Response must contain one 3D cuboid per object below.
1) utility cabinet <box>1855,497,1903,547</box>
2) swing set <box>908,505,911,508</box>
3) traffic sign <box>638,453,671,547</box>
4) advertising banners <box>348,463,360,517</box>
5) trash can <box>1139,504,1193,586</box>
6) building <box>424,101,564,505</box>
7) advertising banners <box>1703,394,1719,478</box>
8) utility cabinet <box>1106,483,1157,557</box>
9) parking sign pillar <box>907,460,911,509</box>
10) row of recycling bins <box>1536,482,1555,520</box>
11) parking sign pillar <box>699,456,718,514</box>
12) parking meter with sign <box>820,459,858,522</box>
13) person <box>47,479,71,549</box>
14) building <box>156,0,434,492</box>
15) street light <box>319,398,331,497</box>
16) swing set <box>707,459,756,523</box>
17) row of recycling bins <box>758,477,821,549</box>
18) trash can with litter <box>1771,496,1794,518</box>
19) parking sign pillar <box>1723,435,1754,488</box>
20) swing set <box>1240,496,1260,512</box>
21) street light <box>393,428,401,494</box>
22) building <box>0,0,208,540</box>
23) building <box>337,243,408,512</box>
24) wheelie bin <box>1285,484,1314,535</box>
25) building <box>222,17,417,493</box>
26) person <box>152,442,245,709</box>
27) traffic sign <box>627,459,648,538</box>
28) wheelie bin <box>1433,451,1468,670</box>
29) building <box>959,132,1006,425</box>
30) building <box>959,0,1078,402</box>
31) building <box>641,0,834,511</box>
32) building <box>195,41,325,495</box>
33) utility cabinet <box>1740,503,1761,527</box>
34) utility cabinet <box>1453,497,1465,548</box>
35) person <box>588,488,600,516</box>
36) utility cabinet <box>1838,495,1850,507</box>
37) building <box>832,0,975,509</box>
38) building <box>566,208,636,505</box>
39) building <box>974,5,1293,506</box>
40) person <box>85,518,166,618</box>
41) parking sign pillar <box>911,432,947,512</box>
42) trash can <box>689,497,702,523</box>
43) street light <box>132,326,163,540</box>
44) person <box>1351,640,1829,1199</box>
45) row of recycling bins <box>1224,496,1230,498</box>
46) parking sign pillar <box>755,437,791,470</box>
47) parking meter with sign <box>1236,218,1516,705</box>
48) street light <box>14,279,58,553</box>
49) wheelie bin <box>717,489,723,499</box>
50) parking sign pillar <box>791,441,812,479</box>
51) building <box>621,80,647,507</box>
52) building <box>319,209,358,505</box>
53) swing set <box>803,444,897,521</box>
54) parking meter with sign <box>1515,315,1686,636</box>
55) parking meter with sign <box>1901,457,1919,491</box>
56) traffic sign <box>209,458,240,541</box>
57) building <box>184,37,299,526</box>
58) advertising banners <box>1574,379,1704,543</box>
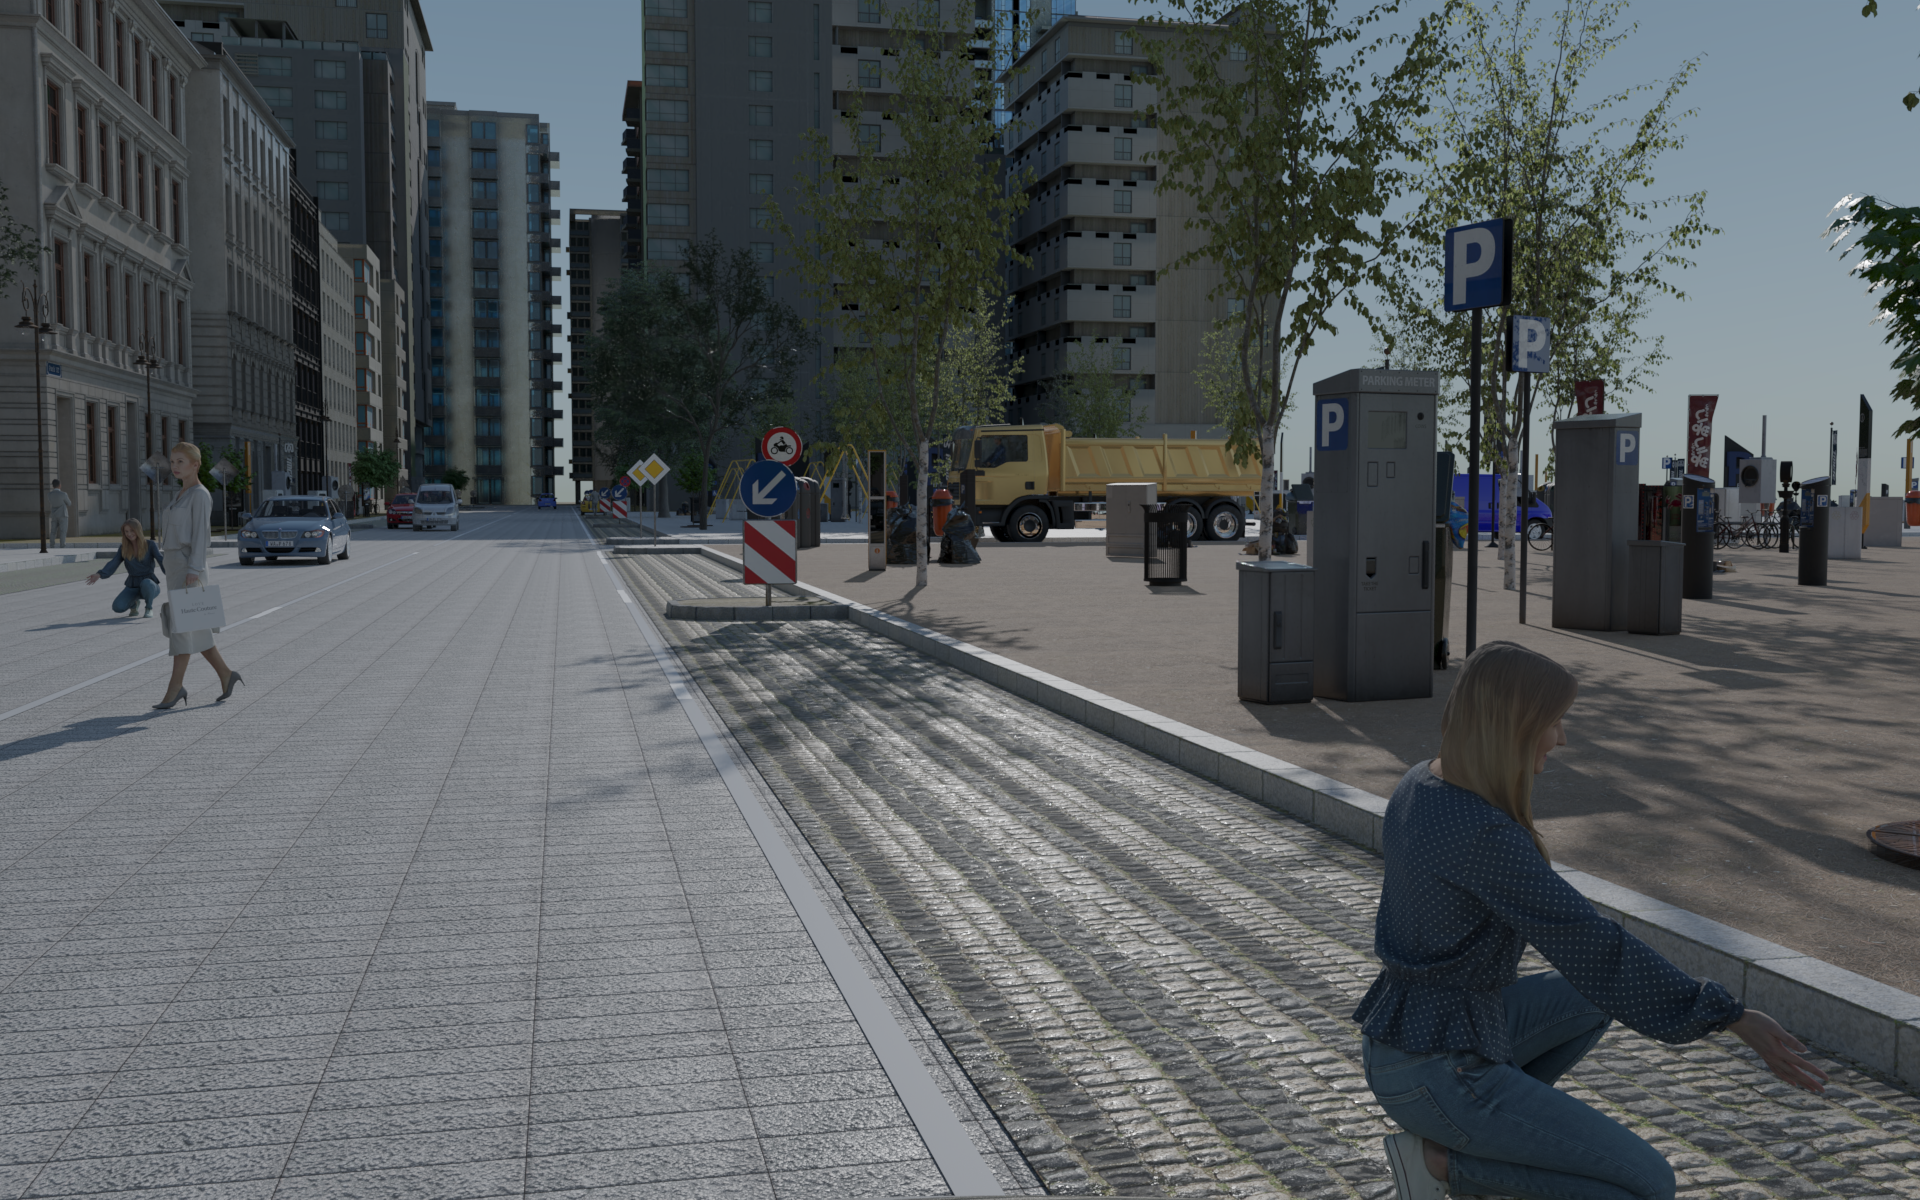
[{"bbox_3d":[22.543,-1.918,42.529,1.020,1.237,0.306,1,4,17],"label":"utility cabinet"},{"bbox_3d":[-3.980,-5.795,92.362,2.862,2.851,3.119,-1,4,-10],"label":"swing set"},{"bbox_3d":[-7.460,-2.364,42.302,0.795,2.450,0.064,-1,4,-13],"label":"traffic sign"},{"bbox_3d":[-34.360,-6.236,98.151,0.090,3.025,2.074,0,4,-5],"label":"advertising banners"},{"bbox_3d":[2.885,-0.773,24.299,0.748,1.137,0.748,0,3,0],"label":"trash can"},{"bbox_3d":[-64.769,-36.337,213.723,30.456,49.044,23.786,-1,4,-13],"label":"building"},{"bbox_3d":[12.262,-2.099,30.500,2.074,3.025,0.090,0,4,4],"label":"advertising banners"},{"bbox_3d":[3.449,-1.610,35.007,0.318,1.500,1.173,-3,4,-38],"label":"utility cabinet"},{"bbox_3d":[-3.440,-7.989,119.087,1.447,3.967,1.447,2,4,32],"label":"parking sign pillar"},{"bbox_3d":[19.909,-3.095,57.711,1.069,1.692,3.534,1,4,10],"label":"row of recycling bins"},{"bbox_3d":[-15.935,-7.432,109.983,1.447,3.967,1.447,-3,5,-41],"label":"parking sign pillar"},{"bbox_3d":[-5.558,-5.069,79.145,1.738,3.016,0.543,0,4,8],"label":"parking meter with sign"},{"bbox_3d":[-21.903,-2.047,42.157,0.511,1.800,0.466,-1,4,-8],"label":"person"},{"bbox_3d":[-67.870,-35.771,174.088,27.495,52.752,28.713,-1,4,-13],"label":"building"},{"bbox_3d":[-30.507,-6.766,83.413,0.468,5.910,1.993,-1,4,-13],"label":"street light"},{"bbox_3d":[-9.944,-4.989,79.194,2.862,2.851,3.119,-2,4,-24],"label":"swing set"},{"bbox_3d":[-4.052,-2.070,40.955,1.069,1.692,3.534,0,4,7],"label":"row of recycling bins"},{"bbox_3d":[45.015,-5.126,94.864,1.678,1.210,2.233,-3,5,-43],"label":"trash can with litter"},{"bbox_3d":[35.629,-5.547,79.162,1.447,3.967,1.447,0,4,2],"label":"parking sign pillar"},{"bbox_3d":[13.646,-5.257,83.568,2.862,2.851,3.119,0,4,-3],"label":"swing set"},{"bbox_3d":[-38.455,-8.907,118.423,0.468,5.910,1.993,-1,4,-13],"label":"street light"},{"bbox_3d":[-32.748,-13.488,56.689,11.583,22.565,21.152,-1,4,-13],"label":"building"},{"bbox_3d":[-57.669,-17.495,131.080,27.650,21.520,28.899,-1,4,-13],"label":"building"},{"bbox_3d":[10.662,-2.845,54.430,0.980,1.594,0.693,-1,4,-18],"label":"wheelie bin"},{"bbox_3d":[-56.273,-28.710,152.998,14.154,41.232,14.086,-1,4,-13],"label":"building"},{"bbox_3d":[-5.174,-0.176,11.735,0.624,1.780,0.694,-2,4,-31],"label":"person"},{"bbox_3d":[-9.239,-2.841,50.087,0.795,2.450,0.064,-1,4,-13],"label":"traffic sign"},{"bbox_3d":[3.308,-0.306,12.904,0.980,1.594,0.693,1,4,21],"label":"wheelie bin"},{"bbox_3d":[-3.203,-31.376,196.596,14.086,41.232,14.154,-1,4,-13],"label":"building"},{"bbox_3d":[3.436,-55.951,227.472,31.000,86.520,22.319,-1,4,-13],"label":"building"},{"bbox_3d":[-17.723,-27.650,135.668,14.154,41.232,14.086,-1,4,-13],"label":"building"},{"bbox_3d":[-41.655,-16.066,92.351,12.332,23.373,15.834,-1,4,-13],"label":"building"},{"bbox_3d":[30.371,-3.556,66.813,0.318,1.500,1.173,-1,4,-20],"label":"utility cabinet"},{"bbox_3d":[11.469,-1.842,41.285,1.020,1.237,0.306,0,4,-3],"label":"utility cabinet"},{"bbox_3d":[-22.889,-6.104,108.422,0.709,1.813,0.853,-3,5,-40],"label":"person"},{"bbox_3d":[52.875,-5.632,103.244,1.020,1.237,0.306,-1,4,-13],"label":"utility cabinet"},{"bbox_3d":[-14.131,-34.758,157.530,28.713,52.752,27.495,-1,4,-13],"label":"building"},{"bbox_3d":[-38.498,-32.545,223.996,23.993,40.220,32.217,-1,4,-13],"label":"building"},{"bbox_3d":[18.593,-36.999,194.176,27.495,52.752,28.713,-1,4,-13],"label":"building"},{"bbox_3d":[-9.489,-0.374,20.111,1.012,1.151,0.738,0,4,-5],"label":"person"},{"bbox_3d":[-1.026,-5.129,72.337,1.447,3.967,1.447,-1,4,-22],"label":"parking sign pillar"},{"bbox_3d":[-11.545,-3.945,76.149,0.748,1.137,0.748,0,3,0],"label":"trash can"},{"bbox_3d":[-22.389,-4.592,47.863,0.468,5.910,1.993,-1,4,-13],"label":"street light"},{"bbox_3d":[1.150,0.643,3.485,0.738,1.151,1.012,0,4,3],"label":"person"},{"bbox_3d":[19.793,-7.383,127.824,1.069,1.692,3.534,1,4,22],"label":"row of recycling bins"},{"bbox_3d":[-8.995,-5.714,81.890,1.447,3.967,1.447,-1,4,-18],"label":"parking sign pillar"},{"bbox_3d":[2.586,-0.895,10.888,1.738,3.016,0.543,-2,4,-25],"label":"parking meter with sign"},{"bbox_3d":[-19.917,-3.956,37.470,0.468,5.910,1.993,-1,4,-13],"label":"street light"},{"bbox_3d":[-15.798,-6.366,111.994,0.980,1.594,0.693,2,4,31],"label":"wheelie bin"},{"bbox_3d":[-8.233,-6.109,88.356,1.447,3.967,1.447,1,4,16],"label":"parking sign pillar"},{"bbox_3d":[-24.442,-32.404,184.431,22.147,44.769,28.867,-1,4,-13],"label":"building"},{"bbox_3d":[-44.344,-15.524,108.568,10.420,20.320,16.860,-1,4,-13],"label":"building"},{"bbox_3d":[-3.700,-3.552,55.690,2.862,2.851,3.119,-1,4,-9],"label":"swing set"},{"bbox_3d":[6.013,-1.230,16.373,0.543,3.016,1.738,-2,4,-32],"label":"parking meter with sign"},{"bbox_3d":[44.316,-5.163,80.676,0.543,3.016,1.738,1,4,15],"label":"parking meter with sign"},{"bbox_3d":[-20.206,-2.689,47.611,0.795,2.450,0.064,-1,4,-13],"label":"traffic sign"},{"bbox_3d":[-35.633,-13.895,76.340,9.793,20.994,18.267,-1,4,-13],"label":"building"},{"bbox_3d":[10.055,-1.816,25.882,0.090,3.025,2.074,-2,4,-35],"label":"advertising banners"}]
